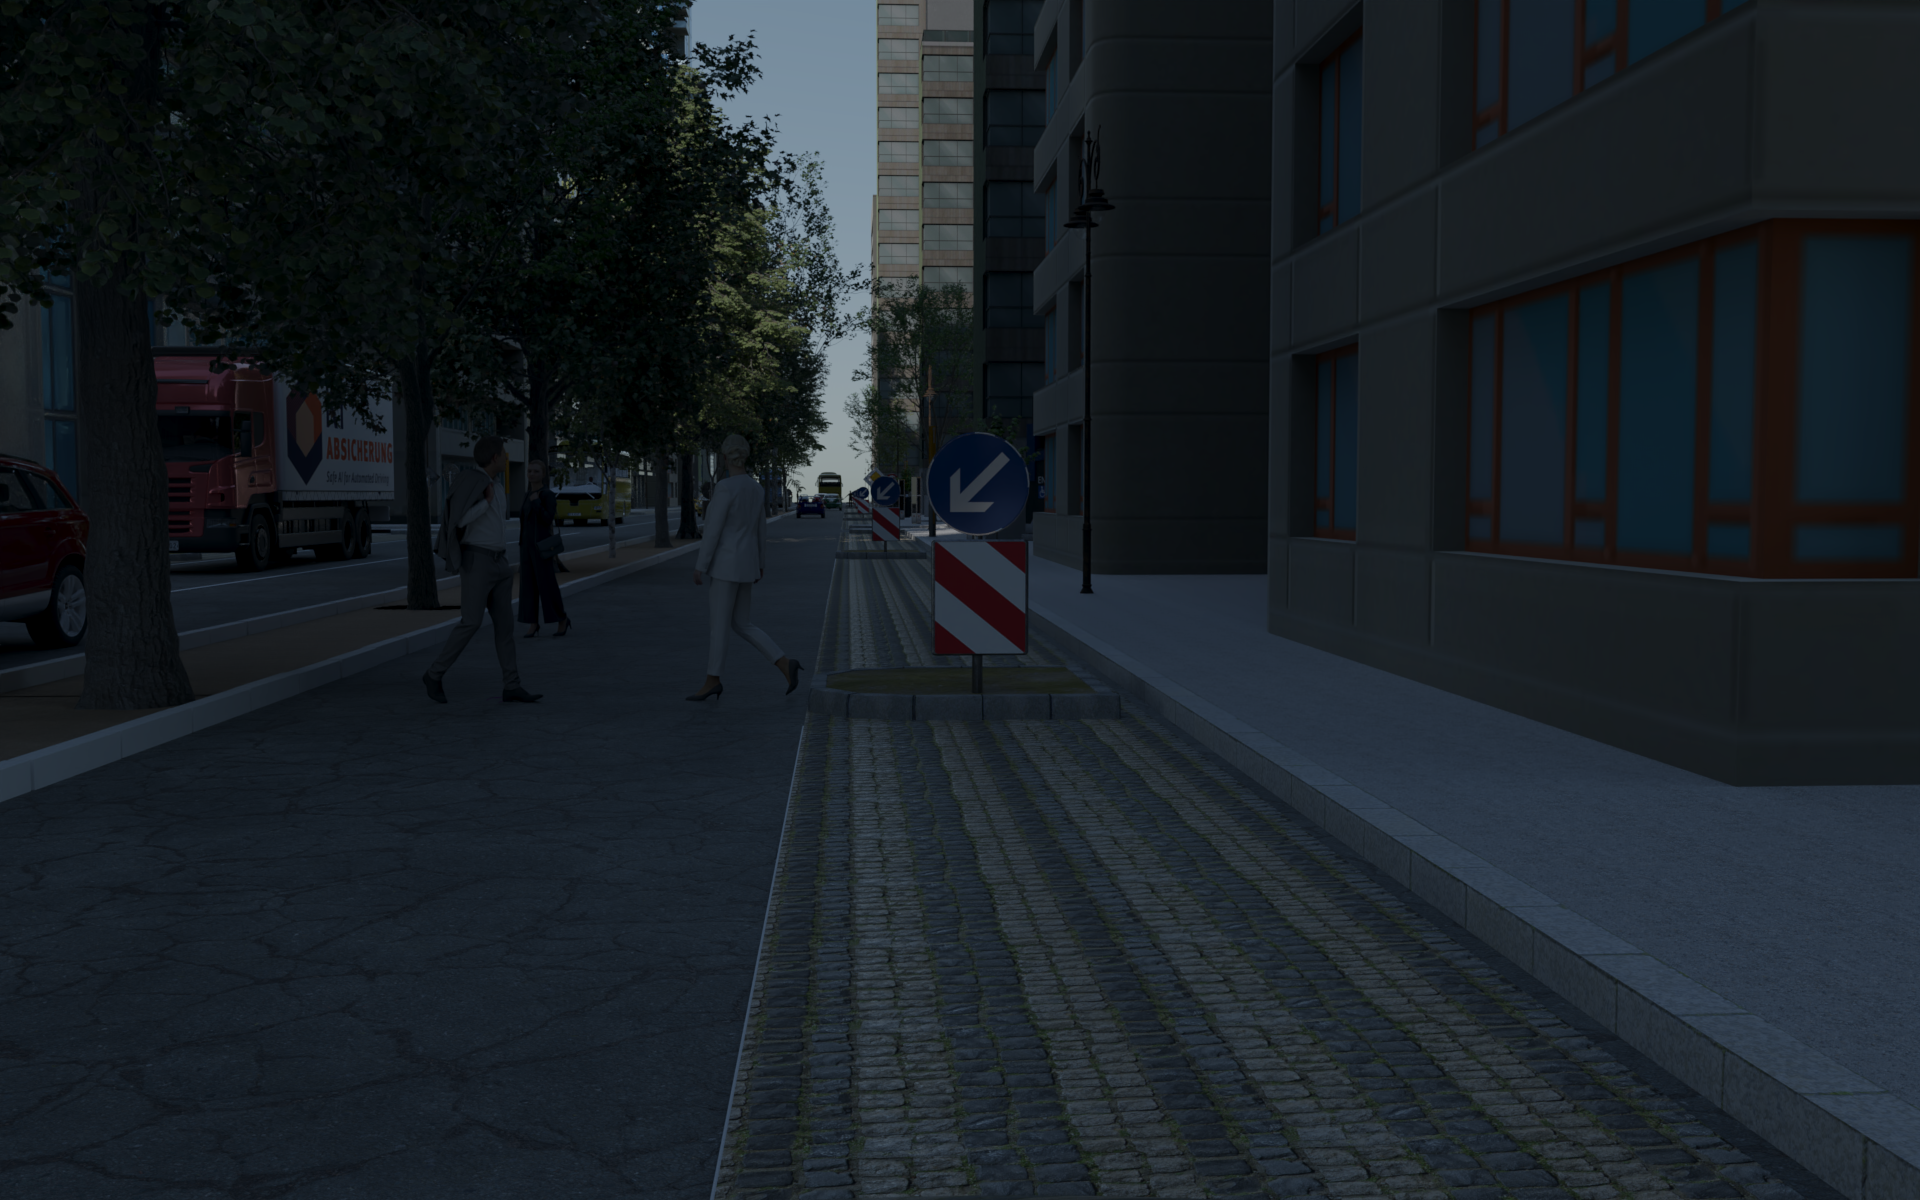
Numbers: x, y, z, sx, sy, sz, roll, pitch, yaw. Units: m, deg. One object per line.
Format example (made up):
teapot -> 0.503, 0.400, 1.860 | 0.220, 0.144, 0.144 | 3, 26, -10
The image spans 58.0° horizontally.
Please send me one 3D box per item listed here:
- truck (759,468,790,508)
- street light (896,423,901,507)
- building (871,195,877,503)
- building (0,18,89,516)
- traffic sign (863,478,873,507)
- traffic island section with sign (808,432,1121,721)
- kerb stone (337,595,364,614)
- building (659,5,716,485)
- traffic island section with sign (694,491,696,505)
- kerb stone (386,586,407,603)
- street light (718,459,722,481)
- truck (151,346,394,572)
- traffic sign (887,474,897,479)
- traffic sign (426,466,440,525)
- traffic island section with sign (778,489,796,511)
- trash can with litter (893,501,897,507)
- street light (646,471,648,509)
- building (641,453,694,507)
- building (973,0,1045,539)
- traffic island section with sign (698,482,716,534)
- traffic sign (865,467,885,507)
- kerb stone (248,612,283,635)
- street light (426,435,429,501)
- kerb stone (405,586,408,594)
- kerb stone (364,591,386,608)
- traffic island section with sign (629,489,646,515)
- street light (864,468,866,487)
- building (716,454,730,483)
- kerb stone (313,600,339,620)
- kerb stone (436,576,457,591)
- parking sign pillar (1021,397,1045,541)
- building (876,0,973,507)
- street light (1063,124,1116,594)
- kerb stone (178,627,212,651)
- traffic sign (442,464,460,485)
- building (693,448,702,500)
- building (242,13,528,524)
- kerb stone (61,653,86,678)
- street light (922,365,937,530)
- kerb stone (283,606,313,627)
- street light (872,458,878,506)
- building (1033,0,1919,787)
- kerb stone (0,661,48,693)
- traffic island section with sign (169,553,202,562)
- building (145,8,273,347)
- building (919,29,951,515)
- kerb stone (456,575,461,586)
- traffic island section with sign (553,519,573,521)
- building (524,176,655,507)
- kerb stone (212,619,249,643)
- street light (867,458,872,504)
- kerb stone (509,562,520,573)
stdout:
truck -> -19.932, -12.051, 186.791 | 2.967, 4.110, 18.799 | 0, 4, -3
street light -> -3.801, -8.152, 106.075 | 0.468, 5.910, 1.993 | 0, 4, -4
building -> -2.799, -39.264, 265.662 | 21.300, 48.544, 21.600 | 0, 4, -4
building -> -36.699, -26.181, 47.663 | 30.456, 49.044, 23.786 | 0, 4, -4
traffic sign -> -3.590, -4.138, 71.301 | 0.795, 2.450, 0.064 | 0, 4, -4
traffic island section with sign -> -0.037, -0.196, 11.837 | 1.989, 1.847, 2.006 | 0, 4, -4
kerb stone -> -7.464, 0.072, 21.019 | 0.120, 0.150, 1.000 | 0, 4, -4
building -> -45.400, -56.908, 243.111 | 22.319, 86.520, 31.000 | 0, 4, -4
traffic island section with sign -> -26.016, -9.799, 168.848 | 1.989, 1.847, 2.006 | 0, 4, -4
kerb stone -> -7.591, -0.045, 23.067 | 0.120, 0.150, 1.000 | 0, 4, -4
street light -> -31.999, -15.766, 230.555 | 0.468, 5.910, 1.993 | 0, 4, -4
truck -> -14.202, -2.825, 35.111 | 2.839, 4.237, 11.283 | 0, 4, -3
traffic sign -> -4.210, -6.555, 107.273 | 0.768, 2.556, 0.104 | 0, 4, -1
traffic sign -> -19.086, -3.589, 62.320 | 0.795, 2.450, 0.064 | 0, 4, -4
traffic island section with sign -> -14.499, -8.409, 145.630 | 2.006, 1.907, 1.989 | 0, 4, -4
trash can with litter -> -4.462, -6.897, 124.150 | 0.624, 1.170, 1.055 | -2, 4, -24
street light -> -26.547, -10.639, 146.729 | 0.468, 5.910, 1.993 | 0, 4, -4
building -> -44.450, -21.112, 190.221 | 27.650, 21.520, 28.899 | 0, 4, -4
building -> 7.280, -17.351, 55.390 | 14.160, 30.474, 14.107 | 0, 4, -4
traffic island section with sign -> -9.166, -3.371, 63.256 | 2.006, 1.907, 1.989 | 0, 4, -4
traffic sign -> -3.074, -3.651, 63.332 | 0.795, 2.450, 0.064 | 0, 4, -4
kerb stone -> -7.268, 0.259, 17.958 | 0.120, 0.150, 1.000 | 0, 4, -4
street light -> -21.705, -5.981, 70.569 | 0.468, 5.910, 1.993 | 0, 4, -4
kerb stone -> -7.665, -0.116, 24.086 | 0.120, 0.150, 1.000 | 0, 4, -4
kerb stone -> -7.529, 0.014, 22.041 | 0.120, 0.150, 1.000 | 0, 4, -4
traffic island section with sign -> -22.861, -6.818, 120.104 | 1.989, 1.847, 2.006 | 0, 4, -4
street light -> -13.964, -17.814, 264.047 | 0.468, 5.910, 1.993 | 0, 4, -4
building -> -49.399, -26.344, 275.763 | 27.650, 21.520, 28.899 | 0, 4, -4
kerb stone -> -7.407, 0.138, 19.998 | 0.120, 0.150, 1.000 | 0, 4, -4
kerb stone -> -7.796, -0.238, 26.132 | 0.120, 0.150, 1.000 | 0, 4, -4
parking sign pillar -> 2.417, -3.618, 47.629 | 1.447, 3.967, 1.447 | -3, 5, -45
building -> 0.398, -27.757, 137.414 | 14.154, 41.232, 14.086 | 0, 4, -4
street light -> 1.639, -3.022, 22.196 | 0.468, 5.910, 1.993 | 0, 4, -4
kerb stone -> -7.139, 0.384, 15.914 | 0.120, 0.150, 1.000 | 0, 4, -4
traffic sign -> -21.483, -4.462, 73.056 | 0.768, 2.556, 0.104 | 0, 4, 5
building -> -39.310, -32.285, 211.448 | 14.154, 41.232, 14.086 | 0, 4, -4
building -> -33.393, -28.002, 81.534 | 21.300, 48.544, 21.600 | 0, 4, -4
kerb stone -> -7.010, 0.509, 13.874 | 0.120, 0.150, 1.000 | 0, 4, -4
street light -> -1.079, -5.465, 62.141 | 0.468, 5.910, 1.993 | 0, 4, -4
kerb stone -> -7.335, 0.198, 18.979 | 0.120, 0.150, 1.000 | 0, 4, -4
street light -> -8.663, -12.781, 181.757 | 0.468, 5.910, 1.993 | 0, 4, -4
building -> 16.262, -10.836, 22.212 | 27.650, 21.520, 28.899 | 0, 4, -4
kerb stone -> -6.935, 0.572, 12.848 | 0.120, 0.150, 1.000 | 0, 4, -4
traffic island section with sign -> -17.486, -1.747, 37.192 | 1.989, 1.847, 2.006 | 0, 4, -4
building -> -37.032, -30.319, 115.319 | 23.786, 49.044, 30.456 | 0, 4, -4
building -> 4.282, -20.826, 112.207 | 14.160, 30.474, 14.107 | 0, 4, -4
kerb stone -> -7.864, -0.303, 27.152 | 0.120, 0.150, 1.000 | 0, 4, -4
traffic island section with sign -> -21.118, -5.173, 93.205 | 1.989, 1.847, 2.006 | 0, 4, -4
building -> -40.668, -32.974, 158.736 | 23.786, 49.044, 30.456 | 0, 4, -4
kerb stone -> -7.208, 0.324, 16.934 | 0.120, 0.150, 1.000 | 0, 4, -4
street light -> -11.341, -15.263, 222.336 | 0.468, 5.910, 1.993 | 0, 4, -4
kerb stone -> -8.195, -0.616, 32.263 | 0.120, 0.150, 1.000 | 0, 4, -4
